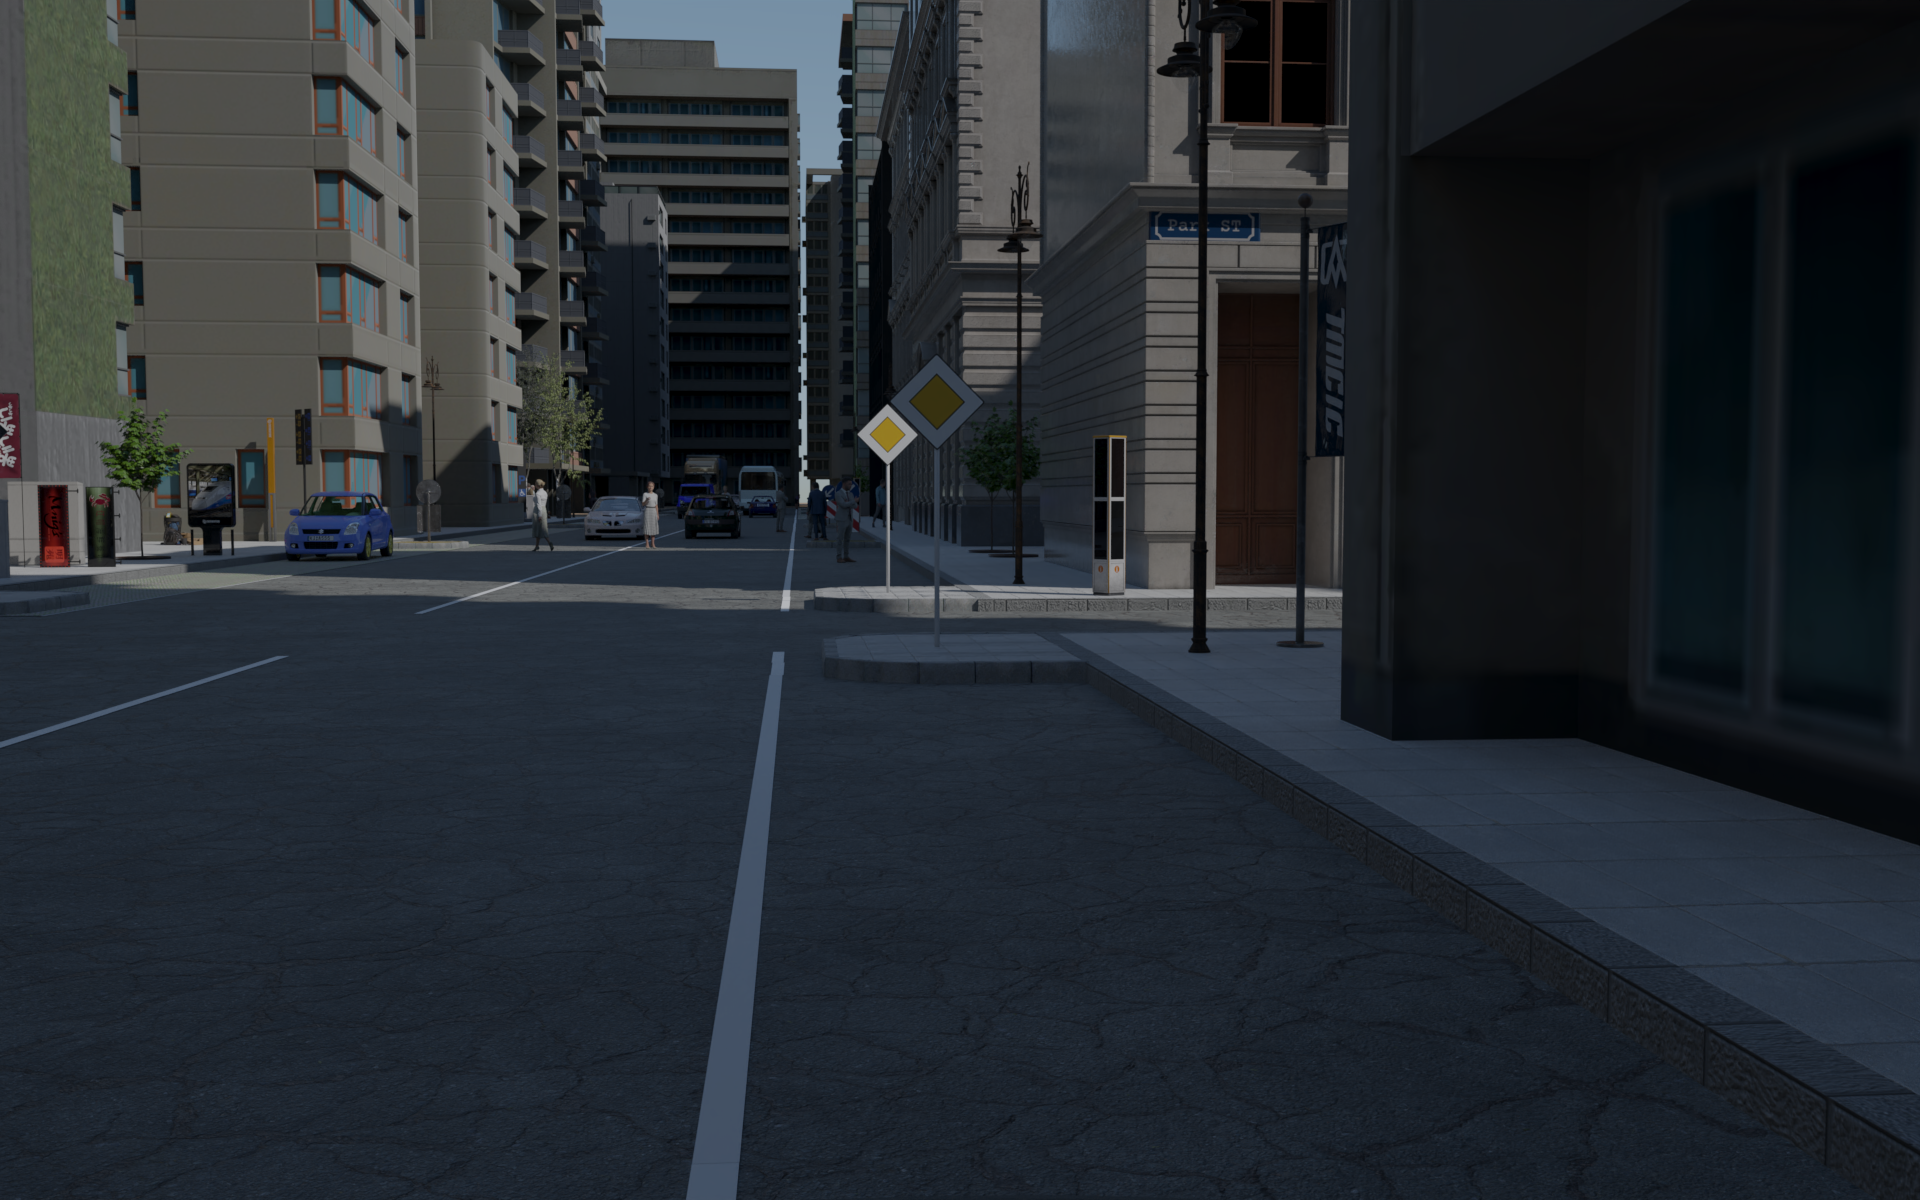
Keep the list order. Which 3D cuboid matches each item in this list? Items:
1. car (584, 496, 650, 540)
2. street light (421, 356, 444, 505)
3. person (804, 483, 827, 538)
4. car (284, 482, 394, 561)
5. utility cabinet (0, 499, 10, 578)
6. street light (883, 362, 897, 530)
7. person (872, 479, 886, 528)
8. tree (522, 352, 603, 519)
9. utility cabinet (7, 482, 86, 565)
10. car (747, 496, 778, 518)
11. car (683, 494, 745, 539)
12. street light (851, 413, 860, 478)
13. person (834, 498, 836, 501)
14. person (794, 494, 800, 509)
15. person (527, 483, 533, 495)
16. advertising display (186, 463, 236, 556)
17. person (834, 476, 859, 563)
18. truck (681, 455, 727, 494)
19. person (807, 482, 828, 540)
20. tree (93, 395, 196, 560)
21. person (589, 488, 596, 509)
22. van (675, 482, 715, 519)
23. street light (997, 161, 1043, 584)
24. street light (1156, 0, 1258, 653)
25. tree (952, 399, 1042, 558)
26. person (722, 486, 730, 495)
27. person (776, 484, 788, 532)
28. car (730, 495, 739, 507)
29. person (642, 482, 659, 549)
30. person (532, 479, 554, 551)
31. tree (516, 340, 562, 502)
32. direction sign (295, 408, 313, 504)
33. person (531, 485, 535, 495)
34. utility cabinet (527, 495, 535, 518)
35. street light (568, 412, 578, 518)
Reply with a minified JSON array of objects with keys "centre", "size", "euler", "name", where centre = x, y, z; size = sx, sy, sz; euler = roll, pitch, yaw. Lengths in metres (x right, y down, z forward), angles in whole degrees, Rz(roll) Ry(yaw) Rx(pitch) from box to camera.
[{"centre":[-10.920,-2.631,55.385],"size":[2.083,1.381,4.827],"euler":[0,4,-7],"name":"car"},{"centre":[-17.615,-5.211,57.992],"size":[0.468,5.910,1.993],"euler":[0,4,-5],"name":"street light"},{"centre":[-4.707,-2.906,56.109],"size":[0.767,1.812,0.694],"euler":[3,5,40],"name":"person"},{"centre":[-13.645,-1.745,38.123],"size":[1.945,1.707,3.694],"euler":[0,4,-7],"name":"car"},{"centre":[-14.973,-0.946,26.628],"size":[1.020,1.237,0.306],"euler":[3,5,39],"name":"utility cabinet"},{"centre":[-2.443,-5.391,60.926],"size":[0.468,5.910,1.993],"euler":[0,4,-5],"name":"street light"},{"centre":[-3.028,-3.691,66.257],"size":[0.638,1.841,0.748],"euler":[-3,5,-42],"name":"person"},{"centre":[-20.667,-8.495,89.260],"size":[4.737,8.622,4.395],"euler":[0,3,0],"name":"tree"},{"centre":[-16.395,-1.371,31.098],"size":[1.173,1.500,0.318],"euler":[-1,4,-8],"name":"utility cabinet"},{"centre":[-11.987,-5.675,105.362],"size":[1.945,1.354,3.894],"euler":[0,4,-7],"name":"car"},{"centre":[-8.093,-2.878,56.842],"size":[2.009,1.686,4.222],"euler":[0,4,-6],"name":"car"},{"centre":[-5.881,-7.599,97.028],"size":[0.468,5.910,1.993],"euler":[0,4,-5],"name":"street light"},{"centre":[-9.995,-8.167,142.760],"size":[0.799,1.438,0.628],"euler":[0,4,-4],"name":"person"},{"centre":[-15.124,-9.152,161.361],"size":[0.421,1.427,0.697],"euler":[-3,5,-43],"name":"person"},{"centre":[-22.025,-5.065,88.765],"size":[0.656,1.842,0.836],"euler":[2,4,27],"name":"person"},{"centre":[-15.599,-1.889,36.103],"size":[0.974,1.923,0.123],"euler":[0,4,2],"name":"advertising display"},{"centre":[-2.351,-1.684,36.218],"size":[0.466,1.800,0.511],"euler":[1,4,23],"name":"person"},{"centre":[-18.603,-8.429,126.720],"size":[2.839,4.237,11.283],"euler":[0,4,-4],"name":"truck"},{"centre":[-4.332,-2.714,53.050],"size":[0.721,1.800,0.419],"euler":[-1,4,-18],"name":"person"},{"centre":[-16.232,-2.417,34.121],"size":[1.663,3.219,1.824],"euler":[0,3,0],"name":"tree"},{"centre":[-21.824,-5.826,102.760],"size":[0.415,1.643,0.593],"euler":[0,4,4],"name":"person"},{"centre":[-15.433,-5.936,101.438],"size":[2.240,2.365,5.245],"euler":[0,4,-4],"name":"van"},{"centre":[0.839,-3.165,24.536],"size":[0.468,5.910,1.993],"euler":[0,4,-5],"name":"street light"},{"centre":[1.940,-2.512,13.858],"size":[0.468,5.910,1.993],"euler":[0,4,-5],"name":"street light"},{"centre":[0.963,-2.490,35.314],"size":[1.663,3.219,1.824],"euler":[0,3,0],"name":"tree"},{"centre":[-9.847,-3.929,73.097],"size":[0.694,1.780,0.624],"euler":[3,5,43],"name":"person"},{"centre":[-6.675,-3.457,65.200],"size":[0.511,1.800,0.466],"euler":[3,5,43],"name":"person"},{"centre":[-21.885,-9.517,167.958],"size":[2.083,1.381,4.827],"euler":[0,4,-6],"name":"car"},{"centre":[-8.059,-2.212,45.237],"size":[0.480,1.755,0.524],"euler":[-3,5,-40],"name":"person"},{"centre":[-10.438,-2.114,43.297],"size":[0.641,1.798,0.478],"euler":[2,4,28],"name":"person"},{"centre":[-20.987,-8.120,83.121],"size":[4.360,8.622,3.978],"euler":[0,3,0],"name":"tree"},{"centre":[-17.473,-3.314,46.175],"size":[0.876,3.537,0.379],"euler":[3,5,43],"name":"direction sign"},{"centre":[-23.573,-5.428,95.274],"size":[0.515,1.767,0.782],"euler":[0,4,2],"name":"person"},{"centre":[-21.510,-4.545,85.465],"size":[1.020,1.237,0.306],"euler":[0,4,4],"name":"utility cabinet"},{"centre":[-21.011,-7.416,94.034],"size":[0.468,5.910,1.993],"euler":[0,4,-5],"name":"street light"}]
